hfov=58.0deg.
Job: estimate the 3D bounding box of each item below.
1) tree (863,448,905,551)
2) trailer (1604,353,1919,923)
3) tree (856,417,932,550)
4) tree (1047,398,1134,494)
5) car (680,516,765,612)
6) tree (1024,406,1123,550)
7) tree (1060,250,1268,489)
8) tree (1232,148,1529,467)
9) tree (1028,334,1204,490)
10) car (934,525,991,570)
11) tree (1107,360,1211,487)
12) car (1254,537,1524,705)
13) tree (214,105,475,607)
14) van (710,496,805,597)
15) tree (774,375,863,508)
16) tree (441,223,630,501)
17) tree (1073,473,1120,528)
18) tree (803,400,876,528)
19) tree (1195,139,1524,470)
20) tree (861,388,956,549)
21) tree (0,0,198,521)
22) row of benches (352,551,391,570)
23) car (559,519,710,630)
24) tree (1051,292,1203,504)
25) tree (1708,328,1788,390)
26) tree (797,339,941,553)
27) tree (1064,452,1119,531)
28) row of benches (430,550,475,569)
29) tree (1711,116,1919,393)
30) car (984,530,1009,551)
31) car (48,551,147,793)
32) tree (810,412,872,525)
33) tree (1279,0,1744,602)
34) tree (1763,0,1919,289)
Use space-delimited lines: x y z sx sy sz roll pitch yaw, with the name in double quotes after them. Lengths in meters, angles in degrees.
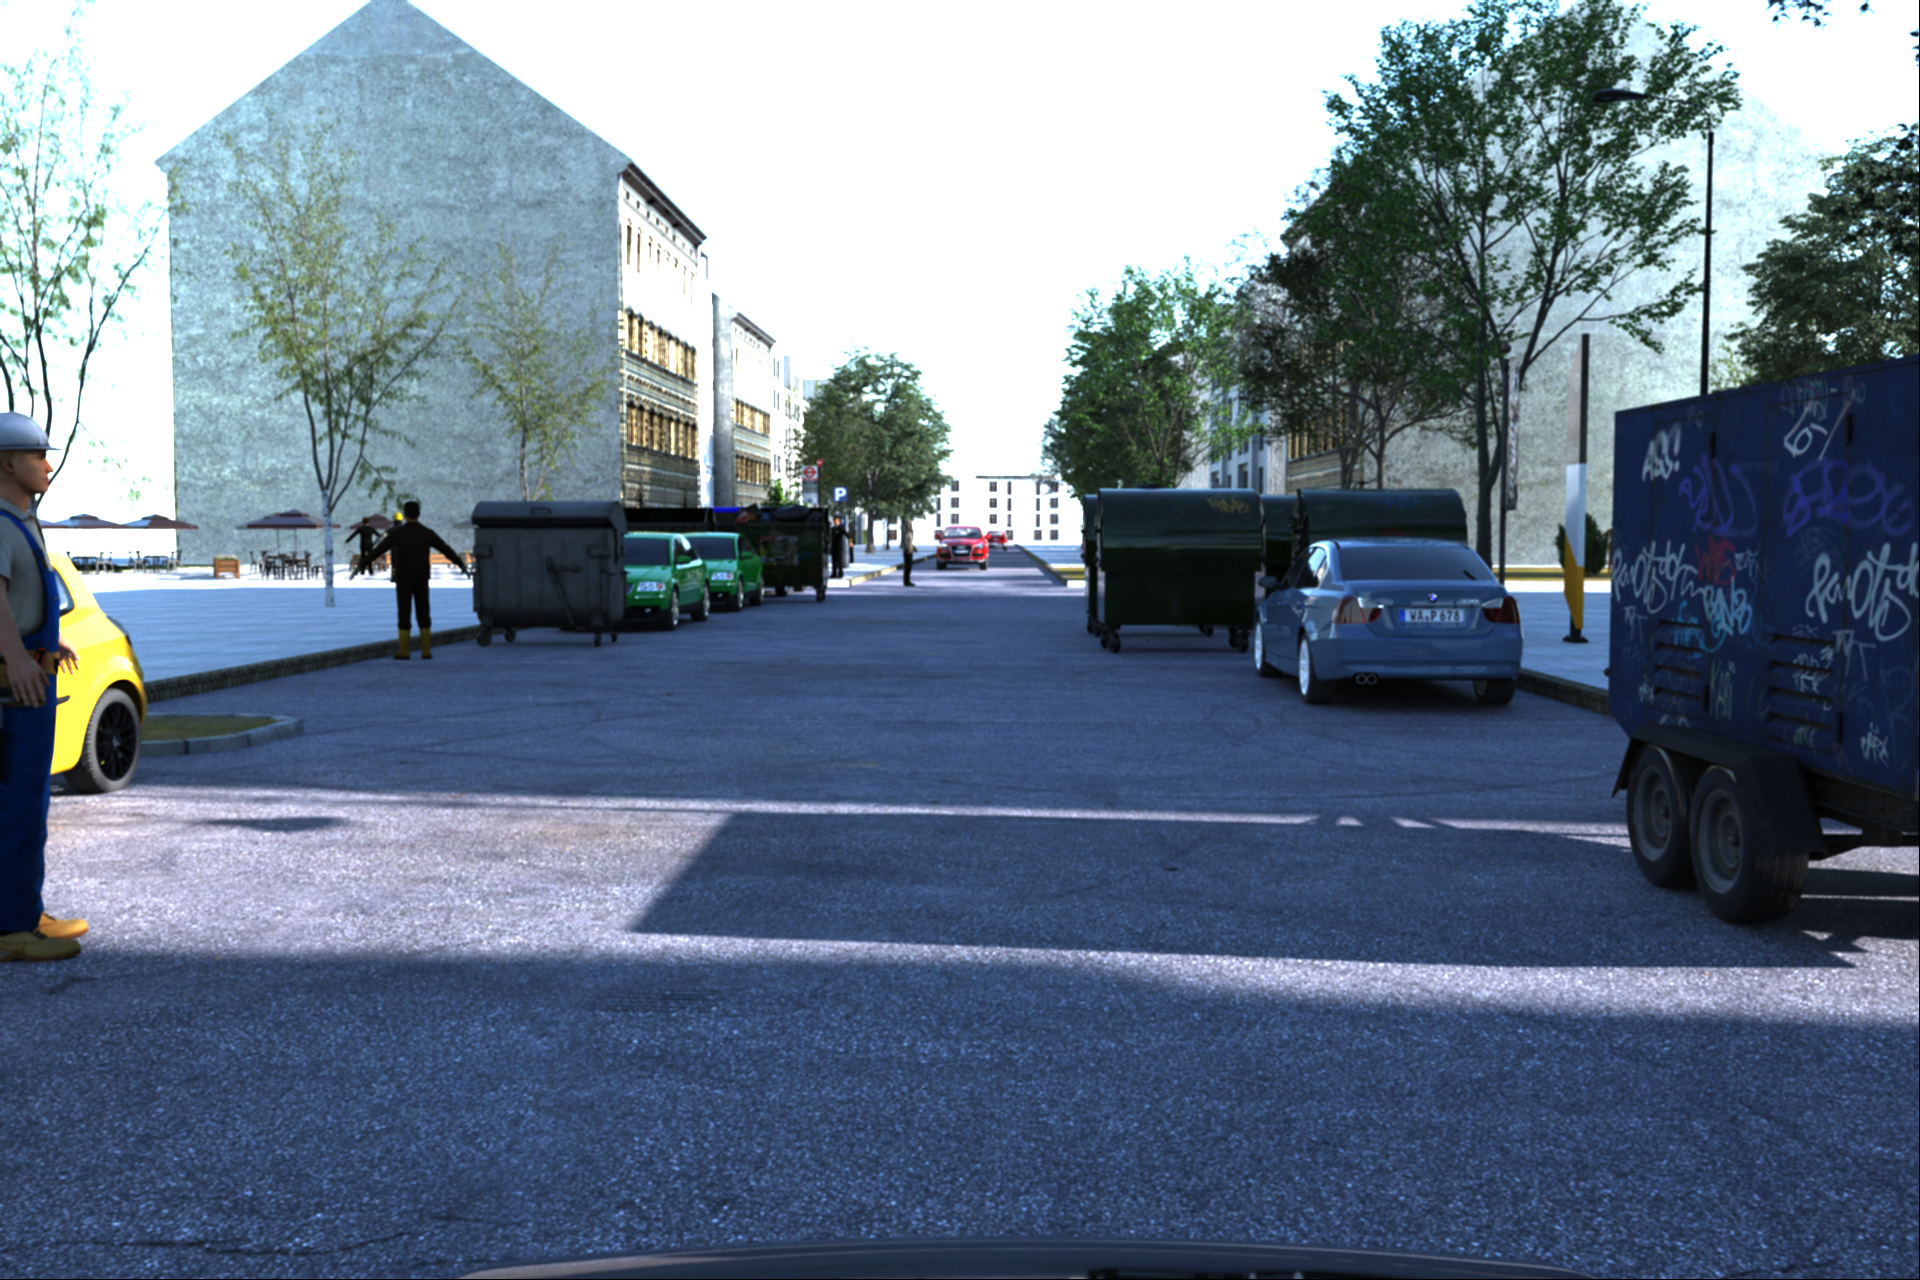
-5.853 -11.081 131.543 4.360 8.622 3.978 0 3 0 "tree"
3.522 -0.021 7.395 1.471 1.999 3.904 0 4 1 "trailer"
-5.941 -12.487 138.567 8.767 10.594 7.601 1 4 15 "tree"
9.327 -11.553 114.646 9.928 11.665 9.643 0 3 0 "tree"
-4.872 -1.498 33.295 1.959 1.807 4.718 0 4 1 "car"
10.384 -14.292 144.038 12.009 13.543 11.850 0 3 0 "tree"
7.800 -8.509 64.885 9.928 11.665 9.643 0 3 0 "tree"
10.146 -6.601 42.334 7.601 10.594 8.767 1 4 13 "tree"
9.241 -11.696 101.604 12.009 13.543 11.850 0 3 0 "tree"
0.120 -3.799 70.791 2.281 1.827 5.304 0 4 1 "car"
7.802 -7.503 73.029 4.360 8.622 3.978 0 3 0 "tree"
3.807 -0.236 15.867 2.014 1.417 4.499 0 4 2 "car"
-11.287 -4.901 30.497 4.360 8.622 3.978 0 3 0 "tree"
-4.857 -2.263 41.385 2.240 2.365 5.245 0 4 1 "van"
-6.836 -8.004 81.224 4.737 8.622 4.395 0 3 0 "tree"
-10.755 -5.605 41.999 4.360 8.622 3.978 0 3 0 "tree"
10.228 -11.219 133.794 4.737 8.622 4.395 0 3 0 "tree"
-5.997 -8.811 94.421 4.360 8.622 3.978 0 3 0 "tree"
11.941 -8.735 53.180 12.009 13.543 11.850 0 3 0 "tree"
-5.042 -14.931 150.771 9.857 13.997 8.962 0 3 0 "tree"
-11.505 -4.347 21.435 4.360 8.622 3.978 0 3 0 "tree"
-21.040 -2.934 63.425 1.422 0.672 4.104 0 4 6 "row of benches"
-5.077 -1.123 27.156 1.959 1.807 4.718 0 4 1 "car"
7.760 -9.974 81.208 7.486 12.596 7.792 0 3 0 "tree"
28.820 -6.882 62.878 4.737 8.622 4.395 0 3 0 "tree"
-5.865 -12.725 114.716 9.857 13.997 8.962 0 3 0 "tree"
9.729 -10.585 123.420 4.737 8.622 4.395 0 3 0 "tree"
-18.381 -3.089 65.961 4.104 0.672 1.422 -3 5 -41 "row of benches"
27.864 -8.913 52.389 9.857 13.997 8.962 0 3 0 "tree"
3.074 -8.652 150.129 2.281 1.827 5.304 0 4 1 "car"
-5.551 0.121 8.244 2.015 1.641 3.980 0 4 1 "car"
-6.667 -9.319 102.732 4.360 8.622 3.978 0 3 0 "tree"
10.084 -6.529 32.506 9.928 11.665 9.643 0 3 0 "tree"
10.067 -4.766 12.332 8.767 10.594 7.601 0 4 -3 "tree"
